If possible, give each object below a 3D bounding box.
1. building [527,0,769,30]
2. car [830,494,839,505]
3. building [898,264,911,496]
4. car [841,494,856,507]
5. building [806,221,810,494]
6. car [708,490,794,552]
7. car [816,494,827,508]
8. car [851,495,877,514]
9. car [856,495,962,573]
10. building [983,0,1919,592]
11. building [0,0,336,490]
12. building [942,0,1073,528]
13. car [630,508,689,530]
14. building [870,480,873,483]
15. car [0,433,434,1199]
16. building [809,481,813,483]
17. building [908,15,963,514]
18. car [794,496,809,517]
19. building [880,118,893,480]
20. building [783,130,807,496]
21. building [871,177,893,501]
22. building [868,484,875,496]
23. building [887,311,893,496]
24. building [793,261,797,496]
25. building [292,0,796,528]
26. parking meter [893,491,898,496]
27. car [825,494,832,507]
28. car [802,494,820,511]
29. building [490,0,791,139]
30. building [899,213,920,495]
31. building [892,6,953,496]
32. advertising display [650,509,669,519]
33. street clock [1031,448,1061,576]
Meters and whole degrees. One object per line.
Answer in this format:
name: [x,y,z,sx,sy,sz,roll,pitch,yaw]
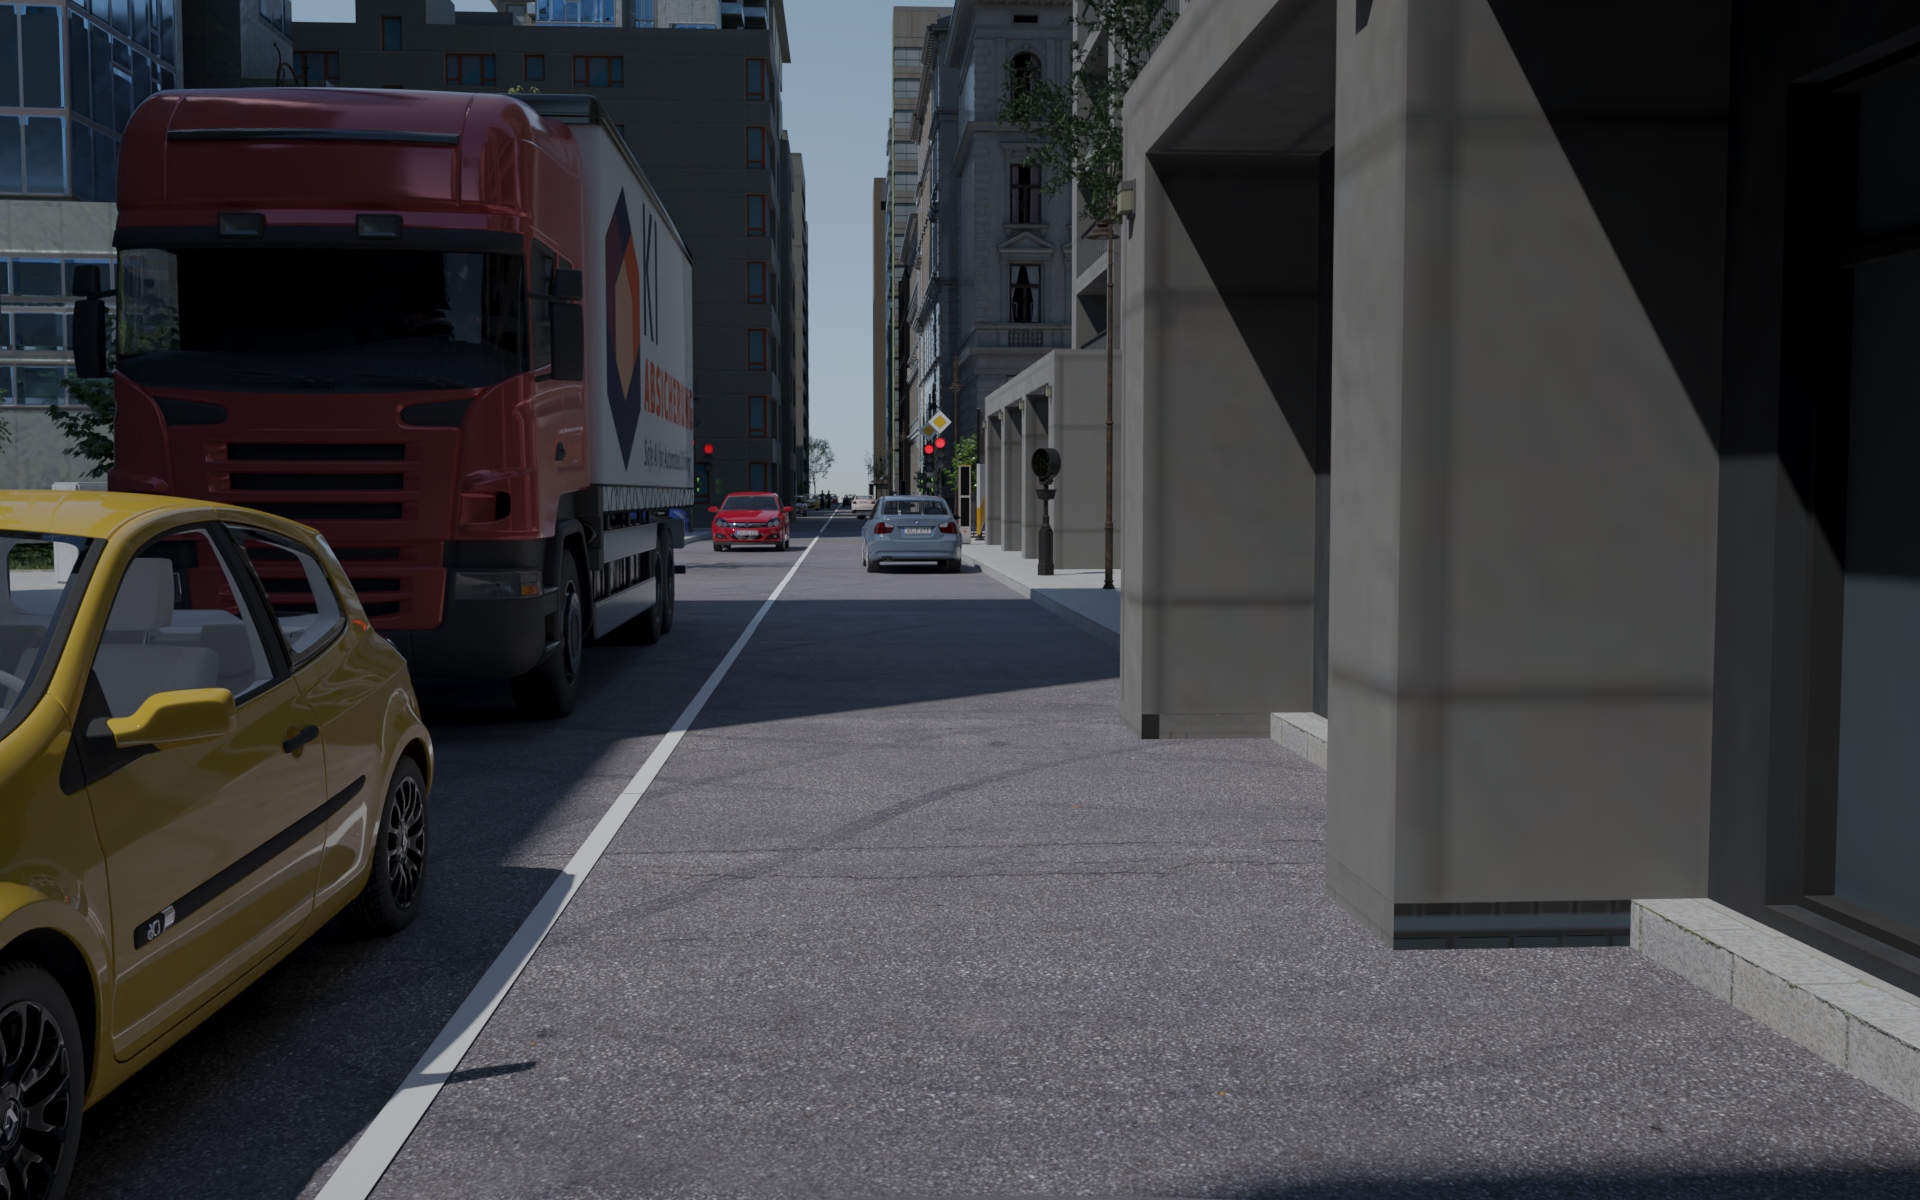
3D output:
building: [-26.723,-51.436,153.646,22.319,86.520,31.000,0,4,-4]
car: [-17.249,-13.661,232.392,2.155,1.783,4.494,0,4,-2]
building: [1.634,-18.595,133.713,12.332,23.373,15.834,0,4,-4]
car: [-11.951,-10.948,188.793,2.009,1.686,4.222,0,4,-4]
building: [-29.168,-34.751,251.775,14.154,41.232,14.086,0,4,-4]
car: [-5.345,-2.172,44.558,2.155,1.783,4.494,0,4,-3]
car: [-14.880,-10.586,183.309,2.015,1.641,3.980,0,4,-4]
car: [-7.040,-7.061,127.817,2.083,1.381,4.827,0,4,-2]
car: [-0.953,-1.279,32.922,2.014,1.417,4.499,0,4,-5]
building: [11.479,-36.342,32.447,20.563,71.187,20.611,0,4,-4]
building: [-32.021,-44.827,45.596,31.000,86.520,22.319,0,4,-4]
building: [9.518,-14.807,70.973,19.941,23.489,11.050,0,4,-4]
car: [-11.460,-3.184,61.646,3.694,1.707,1.945,0,4,-2]
building: [-1.658,-39.256,261.441,23.786,49.044,30.456,0,4,-4]
car: [-2.599,0.363,4.284,2.015,1.641,3.980,0,4,-2]
building: [-35.469,-40.034,274.167,23.786,49.044,30.456,0,4,-4]
building: [3.917,-17.987,91.349,12.463,27.353,25.104,0,4,-4]
car: [-10.555,-5.944,109.763,1.945,1.354,3.894,0,4,-5]
building: [2.707,-35.616,201.934,23.786,49.044,30.456,0,4,-4]
building: [-31.642,-37.281,233.244,21.300,48.544,21.600,0,4,-4]
building: [-5.007,-36.018,239.007,14.600,45.320,14.200,0,4,-4]
building: [0.858,-36.527,289.102,32.217,40.220,23.993,0,4,-4]
building: [6.902,-20.038,172.658,27.650,21.520,28.899,0,4,-4]
building: [-26.745,-26.554,205.851,14.160,30.474,14.107,0,4,-4]
building: [-21.782,-14.268,78.320,27.650,21.520,28.899,0,4,-4]
parking meter: [-4.909,-7.510,131.191,0.372,1.533,0.369,0,3,0]
car: [-15.313,-11.213,193.552,2.015,1.641,3.980,0,4,-5]
car: [-12.933,-8.445,148.298,2.015,1.641,3.980,0,4,-2]
building: [-32.580,-36.366,183.826,28.713,52.752,27.495,0,4,-4]
building: [2.087,-17.052,114.957,11.583,22.565,21.152,0,4,-4]
building: [1.130,-28.516,149.831,14.154,41.232,14.086,0,4,-4]
advertising display: [-8.916,-2.828,51.454,0.123,1.923,0.974,1,4,18]
street clock: [1.353,-1.387,27.250,0.358,2.002,0.471,-3,4,-37]
